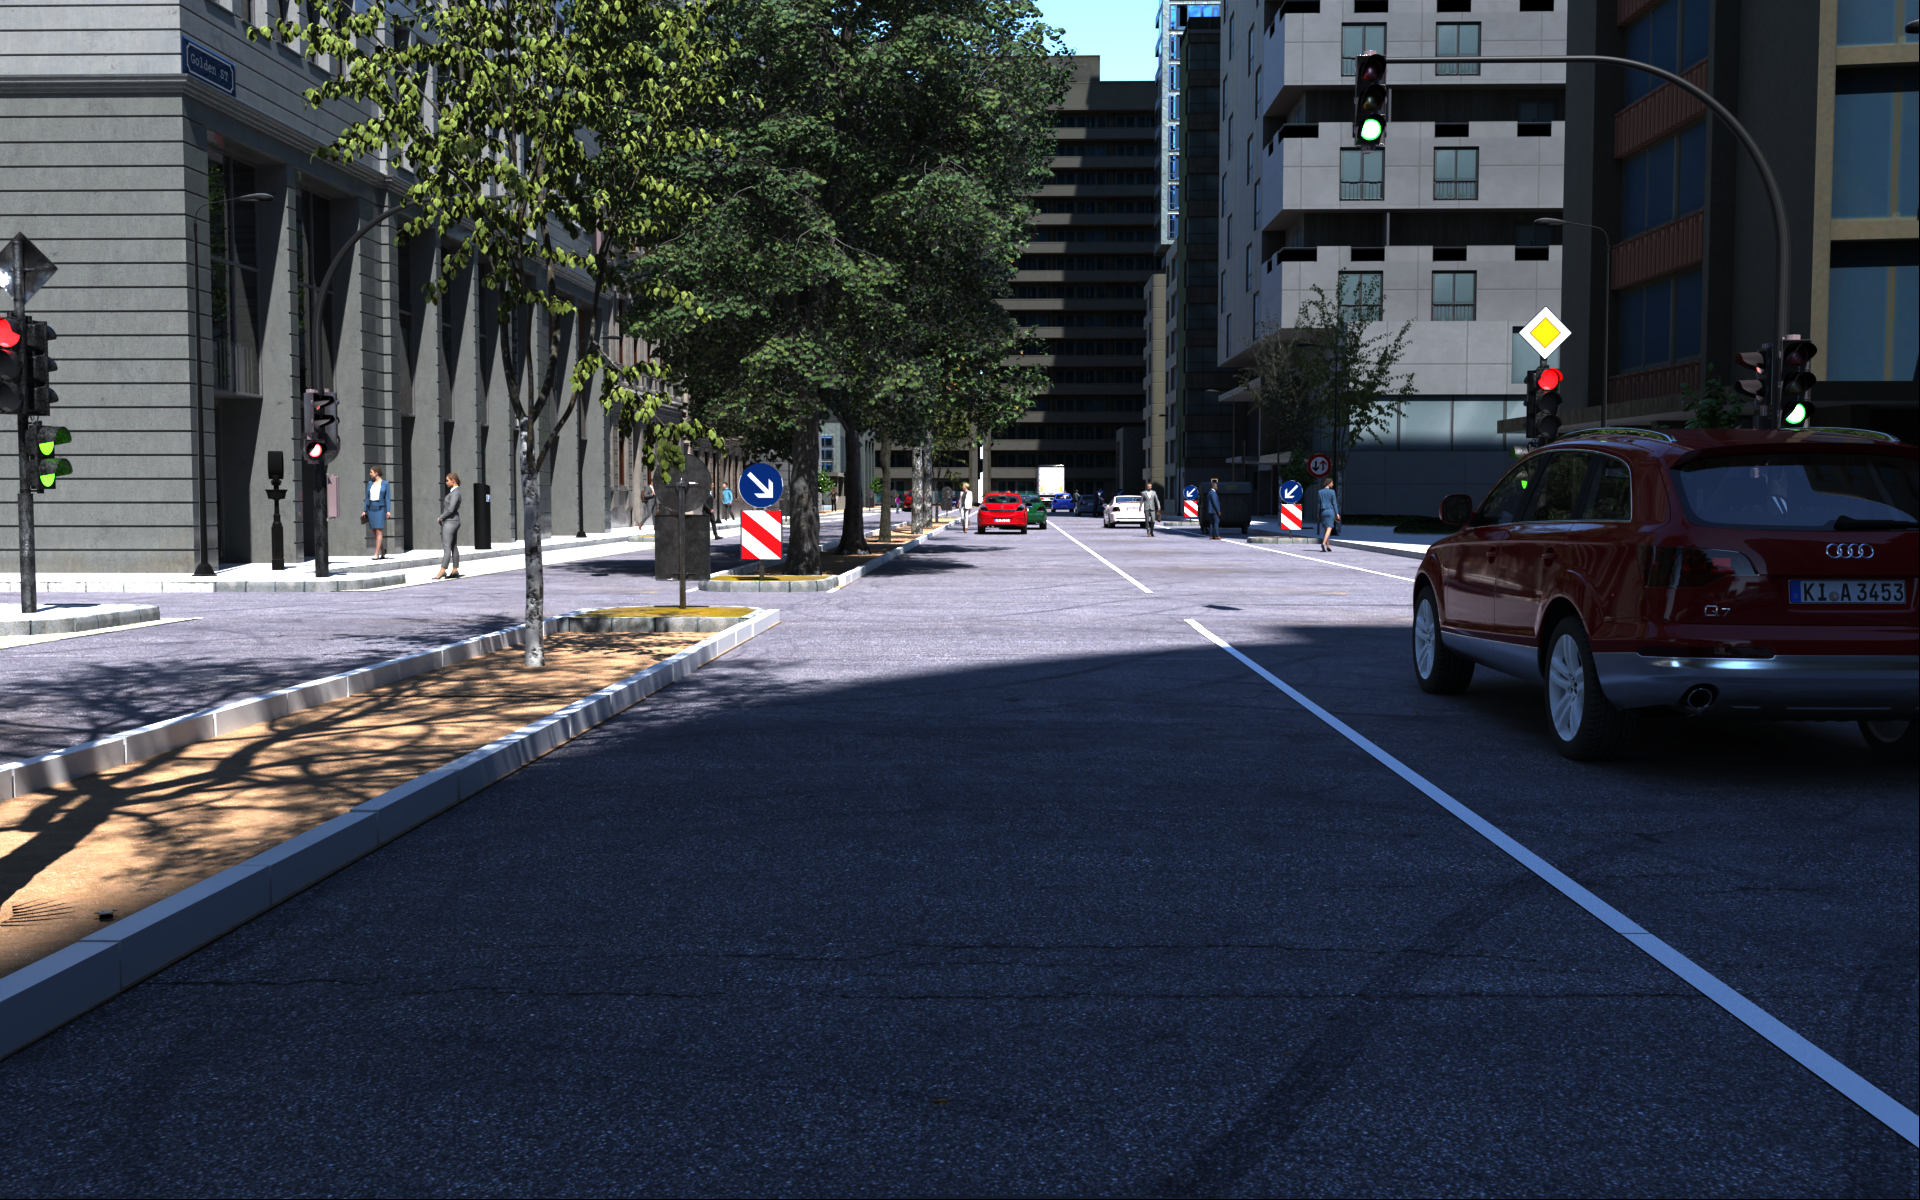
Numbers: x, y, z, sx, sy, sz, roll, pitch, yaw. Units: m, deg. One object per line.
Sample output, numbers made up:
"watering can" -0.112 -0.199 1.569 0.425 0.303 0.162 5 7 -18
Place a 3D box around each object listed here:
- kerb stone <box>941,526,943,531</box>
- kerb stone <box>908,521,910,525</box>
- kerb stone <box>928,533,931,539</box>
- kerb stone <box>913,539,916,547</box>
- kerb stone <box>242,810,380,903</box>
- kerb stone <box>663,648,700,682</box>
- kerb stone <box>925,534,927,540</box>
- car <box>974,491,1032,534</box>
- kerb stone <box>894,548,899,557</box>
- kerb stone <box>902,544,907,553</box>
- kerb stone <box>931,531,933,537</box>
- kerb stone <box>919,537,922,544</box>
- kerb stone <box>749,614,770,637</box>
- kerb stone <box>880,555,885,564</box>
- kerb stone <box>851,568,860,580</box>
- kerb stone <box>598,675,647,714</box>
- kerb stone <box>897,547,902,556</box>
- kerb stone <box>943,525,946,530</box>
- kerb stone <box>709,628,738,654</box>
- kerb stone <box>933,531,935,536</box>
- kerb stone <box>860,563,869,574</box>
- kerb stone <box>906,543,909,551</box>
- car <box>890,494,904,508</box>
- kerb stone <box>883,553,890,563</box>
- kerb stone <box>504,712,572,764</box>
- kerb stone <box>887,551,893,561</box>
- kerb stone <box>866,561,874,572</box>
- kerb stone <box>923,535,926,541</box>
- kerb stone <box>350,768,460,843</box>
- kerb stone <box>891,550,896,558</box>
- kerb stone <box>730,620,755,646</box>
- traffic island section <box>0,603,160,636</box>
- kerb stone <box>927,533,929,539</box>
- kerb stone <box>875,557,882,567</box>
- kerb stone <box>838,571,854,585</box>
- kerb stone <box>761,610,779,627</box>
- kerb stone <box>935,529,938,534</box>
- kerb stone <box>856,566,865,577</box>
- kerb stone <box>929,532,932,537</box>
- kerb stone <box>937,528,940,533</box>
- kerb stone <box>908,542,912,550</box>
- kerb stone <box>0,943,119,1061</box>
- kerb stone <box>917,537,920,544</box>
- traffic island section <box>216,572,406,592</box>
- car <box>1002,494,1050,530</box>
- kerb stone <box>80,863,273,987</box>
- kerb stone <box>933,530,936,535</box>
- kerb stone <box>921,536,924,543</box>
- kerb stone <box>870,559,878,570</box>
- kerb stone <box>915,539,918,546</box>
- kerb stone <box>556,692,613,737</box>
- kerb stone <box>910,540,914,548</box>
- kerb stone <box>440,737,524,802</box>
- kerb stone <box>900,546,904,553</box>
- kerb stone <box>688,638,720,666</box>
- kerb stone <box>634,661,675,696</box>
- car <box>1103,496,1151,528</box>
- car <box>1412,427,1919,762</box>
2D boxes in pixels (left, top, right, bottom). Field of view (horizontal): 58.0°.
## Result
"kerb stone" -0.791 -2.584 64.441 0.120 0.150 1.000 0 4 2
"kerb stone" -2.491 -3.462 78.800 0.120 0.150 1.000 0 4 2
"kerb stone" -1.084 -1.957 54.189 0.120 0.150 1.000 0 4 2
"kerb stone" -1.311 -1.453 45.982 0.120 0.150 1.000 0 4 2
"kerb stone" -2.433 0.964 6.506 0.120 0.150 1.000 0 4 2
"kerb stone" -2.220 0.521 13.674 0.120 0.150 1.000 0 4 2
"kerb stone" -1.138 -1.829 52.142 0.120 0.150 1.000 0 4 2
"car" 1.562 -3.314 63.222 2.155 1.783 4.494 0 4 2
"kerb stone" -1.525 -1.016 38.807 0.120 0.150 1.000 0 4 2
"kerb stone" -1.433 -1.204 41.885 0.120 0.150 1.000 0 4 2
"kerb stone" -1.027 -2.082 56.249 0.120 0.150 1.000 0 4 2
"kerb stone" -1.226 -1.643 49.065 0.120 0.150 1.000 0 4 2
"kerb stone" -2.106 0.275 17.792 0.120 0.150 1.000 0 4 2
"kerb stone" -1.640 -0.760 34.720 0.120 0.150 1.000 0 4 2
"kerb stone" -1.801 -0.389 28.550 0.120 0.150 1.000 0 4 2
"kerb stone" -2.285 0.649 11.630 0.120 0.150 1.000 0 4 2
"kerb stone" -1.482 -1.079 39.831 0.120 0.150 1.000 0 4 2
"kerb stone" -0.728 -2.704 66.497 0.120 0.150 1.000 0 4 2
"kerb stone" -2.176 0.395 15.736 0.120 0.150 1.000 0 4 2
"kerb stone" -0.996 -2.146 57.281 0.120 0.150 1.000 0 4 2
"kerb stone" -1.752 -0.515 30.609 0.120 0.150 1.000 0 4 2
"kerb stone" -1.403 -1.267 42.912 0.120 0.150 1.000 0 4 2
"car" -5.958 -9.209 160.353 2.009 1.686 4.222 0 4 2
"kerb stone" -1.599 -0.819 35.742 0.120 0.150 1.000 0 4 2
"kerb stone" -2.346 0.774 9.584 0.120 0.150 1.000 0 4 2
"kerb stone" -1.577 -0.889 36.763 0.120 0.150 1.000 0 4 2
"kerb stone" -1.716 -0.570 31.631 0.120 0.150 1.000 0 4 2
"kerb stone" -1.169 -1.769 51.112 0.120 0.150 1.000 0 4 2
"kerb stone" -2.406 0.896 7.538 0.120 0.150 1.000 0 4 2
"kerb stone" -1.546 -0.953 37.785 0.120 0.150 1.000 0 4 2
"kerb stone" -2.145 0.333 16.759 0.120 0.150 1.000 0 4 2
"traffic island section" -10.083 0.217 18.733 2.009 0.180 2.903 0 4 2
"kerb stone" -1.110 -1.888 53.164 0.120 0.150 1.000 0 4 2
"kerb stone" -1.666 -0.702 33.679 0.120 0.150 1.000 0 4 2
"kerb stone" -1.836 -0.326 27.528 0.120 0.150 1.000 0 4 2
"kerb stone" -2.088 0.212 18.814 0.120 0.150 1.000 0 4 2
"kerb stone" -0.931 -2.267 59.325 0.120 0.150 1.000 0 4 2
"kerb stone" -1.773 -0.444 29.582 0.120 0.150 1.000 0 4 2
"kerb stone" -1.052 -2.020 55.217 0.120 0.150 1.000 0 4 2
"kerb stone" -0.880 -2.396 61.373 0.120 0.150 1.000 0 4 2
"kerb stone" -1.367 -1.329 43.933 0.120 0.150 1.000 0 4 2
"kerb stone" -2.480 1.085 4.461 0.120 0.150 1.000 0 4 2
"kerb stone" -1.256 -1.580 48.031 0.120 0.150 1.000 0 4 2
"traffic island section" -9.857 -0.271 26.715 2.009 0.180 2.903 0 4 2
"car" 2.646 -3.650 71.469 2.131 1.459 4.920 0 4 2
"kerb stone" -2.459 1.022 5.484 0.120 0.150 1.000 0 4 2
"kerb stone" -0.971 -2.208 58.303 0.120 0.150 1.000 0 4 2
"kerb stone" -1.189 -1.706 50.090 0.120 0.150 1.000 0 4 2
"kerb stone" -1.690 -0.640 32.657 0.120 0.150 1.000 0 4 2
"kerb stone" -1.288 -1.516 47.007 0.120 0.150 1.000 0 4 2
"kerb stone" -2.316 0.709 10.608 0.120 0.150 1.000 0 4 2
"kerb stone" -1.345 -1.392 44.960 0.120 0.150 1.000 0 4 2
"kerb stone" -2.368 0.834 8.559 0.120 0.150 1.000 0 4 2
"kerb stone" -1.463 -1.134 40.863 0.120 0.150 1.000 0 4 2
"kerb stone" -2.204 0.458 14.703 0.120 0.150 1.000 0 4 2
"kerb stone" -2.256 0.587 12.652 0.120 0.150 1.000 0 4 2
"car" 7.159 -3.757 73.783 2.083 1.381 4.827 0 4 1
"car" 4.307 -0.131 10.813 2.281 1.827 5.304 0 4 1
